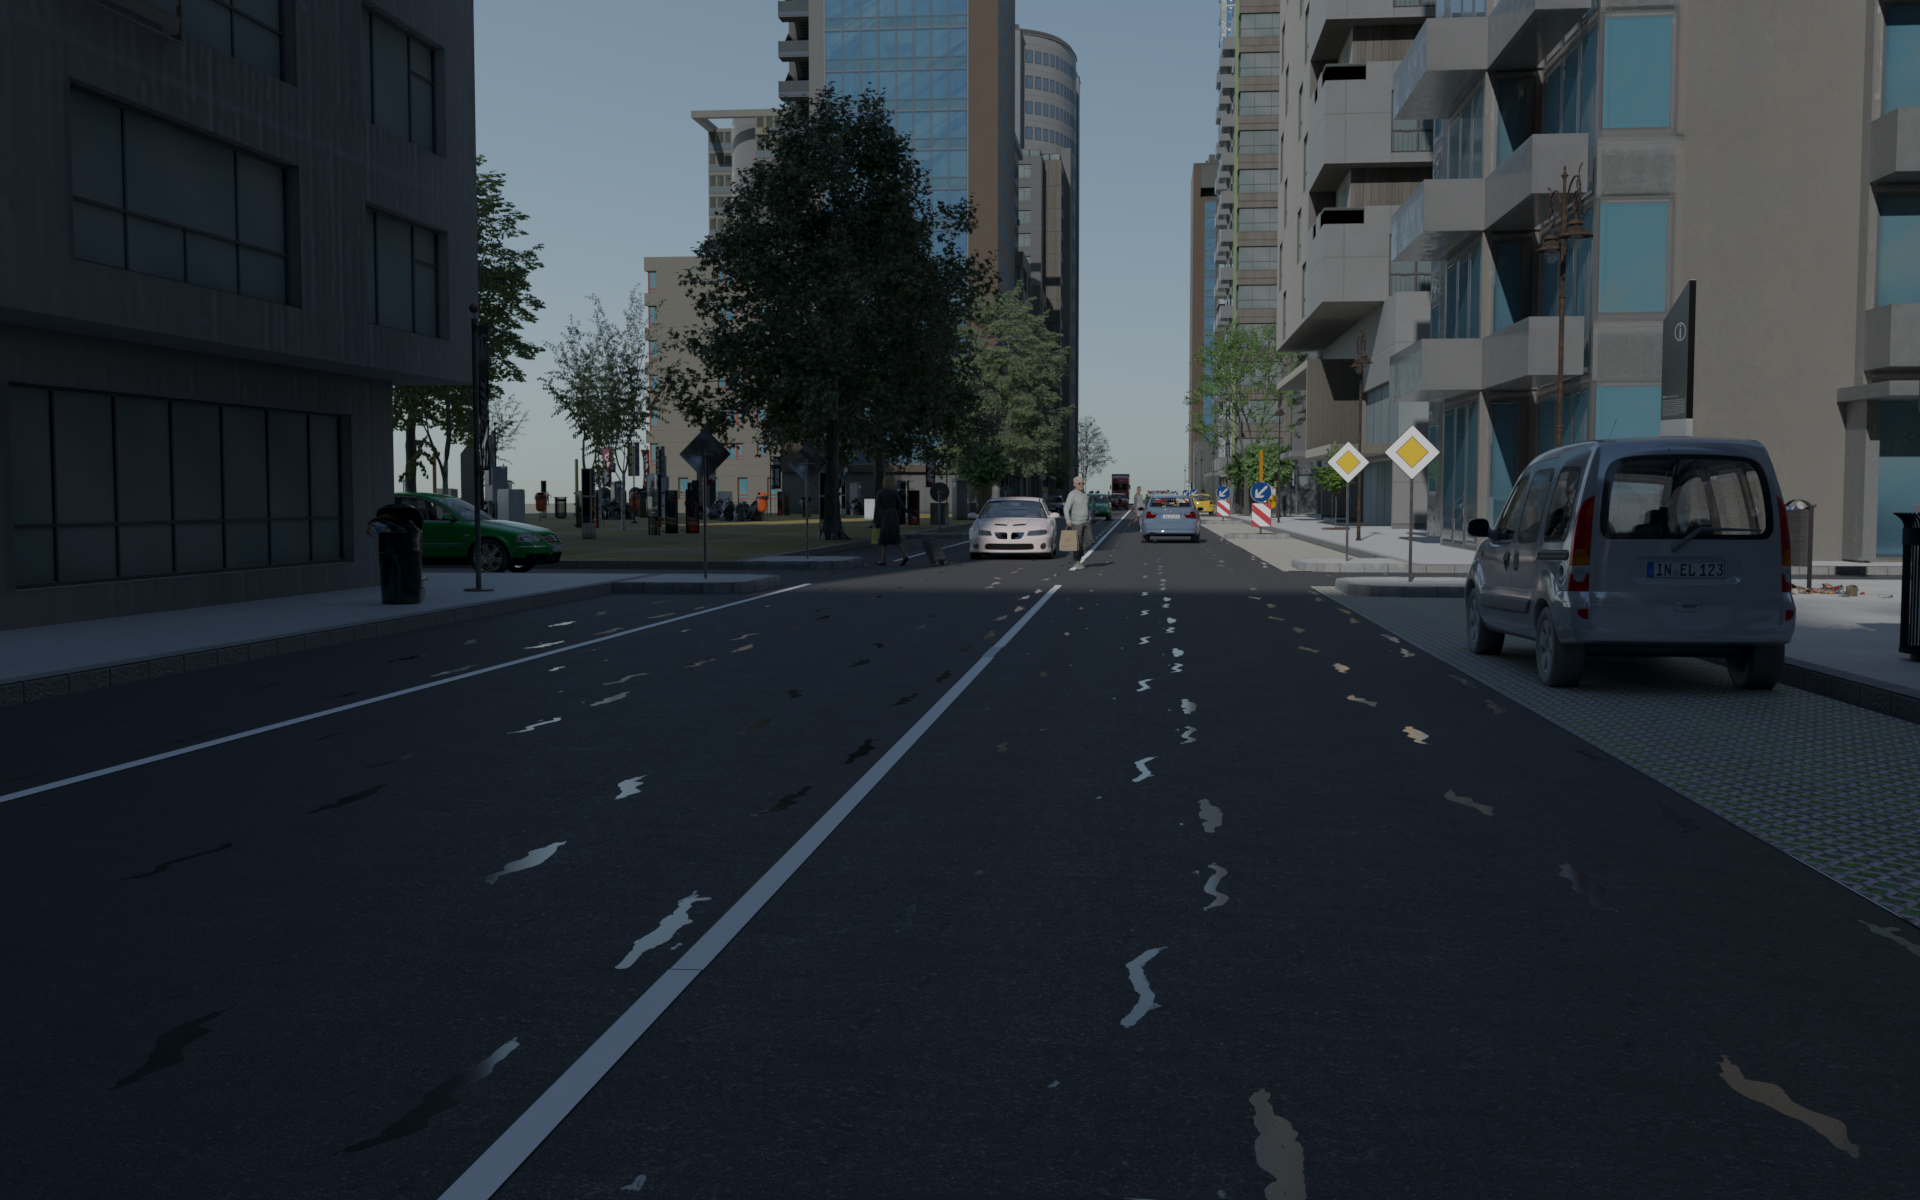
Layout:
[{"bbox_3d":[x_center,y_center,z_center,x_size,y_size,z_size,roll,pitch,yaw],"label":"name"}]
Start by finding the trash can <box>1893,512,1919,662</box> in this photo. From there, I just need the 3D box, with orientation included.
[{"bbox_3d":[7.550,-0.098,13.261,0.748,1.137,0.748,0,3,0],"label":"trash can"}]

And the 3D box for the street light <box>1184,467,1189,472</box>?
[{"bbox_3d":[34.531,-17.922,265.813,0.468,5.910,1.993,0,4,6],"label":"street light"}]

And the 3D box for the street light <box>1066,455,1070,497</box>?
[{"bbox_3d":[12.015,-13.496,193.441,0.468,5.910,1.993,0,4,6],"label":"street light"}]

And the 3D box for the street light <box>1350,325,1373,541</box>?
[{"bbox_3d":[10.976,-4.571,47.521,0.468,5.910,1.993,0,4,6],"label":"street light"}]

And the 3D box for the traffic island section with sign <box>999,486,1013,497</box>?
[{"bbox_3d":[2.275,-4.604,83.902,1.989,1.847,2.006,0,4,6],"label":"traffic island section with sign"}]

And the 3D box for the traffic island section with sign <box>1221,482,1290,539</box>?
[{"bbox_3d":[9.527,-2.880,55.717,1.989,1.847,2.006,0,4,6],"label":"traffic island section with sign"}]

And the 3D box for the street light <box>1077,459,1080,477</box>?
[{"bbox_3d":[15.262,-15.301,222.964,0.468,5.910,1.993,0,4,6],"label":"street light"}]

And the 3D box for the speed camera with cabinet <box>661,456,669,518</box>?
[{"bbox_3d":[-15.302,-5.835,89.742,0.660,3.252,2.038,0,4,1],"label":"speed camera with cabinet"}]

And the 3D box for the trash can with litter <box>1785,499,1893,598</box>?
[{"bbox_3d":[10.967,-0.689,22.318,1.678,1.210,2.233,-1,4,-14],"label":"trash can with litter"}]

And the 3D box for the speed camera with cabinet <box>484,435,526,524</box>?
[{"bbox_3d":[-15.053,-3.848,57.256,0.660,3.252,2.038,-3,4,-38],"label":"speed camera with cabinet"}]

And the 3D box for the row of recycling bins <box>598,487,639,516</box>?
[{"bbox_3d":[-19.091,-5.658,99.623,3.534,1.692,1.069,-1,4,-22],"label":"row of recycling bins"}]

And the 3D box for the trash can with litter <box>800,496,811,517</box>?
[{"bbox_3d":[-8.550,-5.172,95.956,0.624,1.170,1.055,0,4,-1],"label":"trash can with litter"}]

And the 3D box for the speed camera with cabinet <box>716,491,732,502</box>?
[{"bbox_3d":[-14.167,-6.483,100.336,2.038,3.252,0.660,-3,5,-44],"label":"speed camera with cabinet"}]

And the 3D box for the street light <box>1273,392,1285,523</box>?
[{"bbox_3d":[14.270,-6.398,77.401,0.468,5.910,1.993,0,4,6],"label":"street light"}]

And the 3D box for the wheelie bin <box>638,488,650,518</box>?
[{"bbox_3d":[-17.042,-5.250,93.742,0.980,1.594,0.693,-1,4,-20],"label":"wheelie bin"}]

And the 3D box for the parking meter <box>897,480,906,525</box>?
[{"bbox_3d":[-2.462,-4.112,72.941,0.255,1.863,0.399,-2,4,-28],"label":"parking meter"}]

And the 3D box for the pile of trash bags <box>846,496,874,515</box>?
[{"bbox_3d":[-5.567,-5.904,106.282,3.447,1.369,1.912,-2,4,-29],"label":"pile of trash bags"}]

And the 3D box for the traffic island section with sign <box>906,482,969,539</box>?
[{"bbox_3d":[-0.652,-2.933,56.586,1.989,1.847,2.006,0,4,6],"label":"traffic island section with sign"}]

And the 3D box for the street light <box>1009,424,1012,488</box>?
[{"bbox_3d":[3.211,-8.445,110.859,0.468,5.910,1.993,0,4,6],"label":"street light"}]

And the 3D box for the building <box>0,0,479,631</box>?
[{"bbox_3d":[-14.332,-20.635,20.970,14.086,41.232,14.154,0,4,6],"label":"building"}]

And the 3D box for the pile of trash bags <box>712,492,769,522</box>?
[{"bbox_3d":[-9.912,-4.378,81.333,1.912,1.369,3.447,-2,4,-34],"label":"pile of trash bags"}]

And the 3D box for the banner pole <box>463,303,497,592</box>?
[{"bbox_3d":[-6.259,-1.995,22.634,0.401,3.779,0.863,-2,4,-31],"label":"banner pole"}]

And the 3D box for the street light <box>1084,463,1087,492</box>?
[{"bbox_3d":[18.314,-17.108,252.508,0.468,5.910,1.993,0,4,6],"label":"street light"}]

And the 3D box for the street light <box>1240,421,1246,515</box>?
[{"bbox_3d":[17.381,-8.205,106.938,0.468,5.910,1.993,0,4,6],"label":"street light"}]

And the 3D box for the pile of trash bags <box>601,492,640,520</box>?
[{"bbox_3d":[-17.210,-4.741,87.263,1.912,1.369,3.447,1,4,23],"label":"pile of trash bags"}]

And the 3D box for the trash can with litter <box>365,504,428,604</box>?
[{"bbox_3d":[-6.630,-0.555,20.456,0.624,1.170,1.055,-1,4,-12],"label":"trash can with litter"}]

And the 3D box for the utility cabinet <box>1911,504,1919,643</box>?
[{"bbox_3d":[8.760,-0.227,14.872,1.020,1.237,0.306,0,4,2],"label":"utility cabinet"}]

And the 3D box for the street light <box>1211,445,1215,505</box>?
[{"bbox_3d":[22.459,-11.061,153.638,0.468,5.910,1.993,0,4,6],"label":"street light"}]

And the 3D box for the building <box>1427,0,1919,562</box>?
[{"bbox_3d":[25.850,-25.722,40.163,30.456,49.044,23.786,0,4,6],"label":"building"}]

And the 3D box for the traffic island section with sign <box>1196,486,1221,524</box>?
[{"bbox_3d":[12.408,-4.523,82.572,1.989,1.847,2.006,0,4,6],"label":"traffic island section with sign"}]

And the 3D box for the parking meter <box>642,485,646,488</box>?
[{"bbox_3d":[-20.252,-6.469,111.471,0.255,1.863,0.399,1,4,9],"label":"parking meter"}]

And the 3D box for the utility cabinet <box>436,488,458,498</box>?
[{"bbox_3d":[-19.758,-3.555,66.802,0.318,1.500,1.173,-3,5,-44],"label":"utility cabinet"}]

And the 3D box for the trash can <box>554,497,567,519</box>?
[{"bbox_3d":[-20.904,-4.833,90.672,0.748,1.137,0.748,0,3,0],"label":"trash can"}]

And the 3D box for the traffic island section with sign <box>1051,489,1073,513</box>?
[{"bbox_3d":[7.594,-7.636,133.470,1.989,1.847,2.006,0,4,6],"label":"traffic island section with sign"}]

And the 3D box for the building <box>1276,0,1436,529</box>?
[{"bbox_3d":[28.347,-29.679,74.484,28.713,52.752,27.495,0,4,6],"label":"building"}]

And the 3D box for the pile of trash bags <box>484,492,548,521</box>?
[{"bbox_3d":[-21.478,-4.468,82.811,3.447,1.369,1.912,-1,4,-23],"label":"pile of trash bags"}]

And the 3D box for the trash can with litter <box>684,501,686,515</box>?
[{"bbox_3d":[-16.454,-5.822,106.573,1.055,1.170,0.624,2,4,29],"label":"trash can with litter"}]

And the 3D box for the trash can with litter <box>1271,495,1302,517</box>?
[{"bbox_3d":[18.581,-5.362,98.734,1.678,1.210,2.233,0,4,7],"label":"trash can with litter"}]

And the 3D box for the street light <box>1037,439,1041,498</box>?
[{"bbox_3d":[6.387,-10.254,140.442,0.468,5.910,1.993,0,4,6],"label":"street light"}]

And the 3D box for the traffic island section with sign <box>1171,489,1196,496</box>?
[{"bbox_3d":[20.679,-9.229,159.521,1.989,1.847,2.006,0,4,6],"label":"traffic island section with sign"}]

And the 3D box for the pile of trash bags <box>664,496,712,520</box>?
[{"bbox_3d":[-13.358,-4.757,87.524,3.447,1.369,1.912,1,4,15],"label":"pile of trash bags"}]

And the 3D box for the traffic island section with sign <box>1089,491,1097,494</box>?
[{"bbox_3d":[19.321,-14.316,242.694,1.989,1.847,2.006,0,4,6],"label":"traffic island section with sign"}]

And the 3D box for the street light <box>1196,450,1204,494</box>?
[{"bbox_3d":[25.548,-12.876,183.317,0.468,5.910,1.993,0,4,6],"label":"street light"}]

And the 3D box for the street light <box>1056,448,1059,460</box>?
[{"bbox_3d":[9.543,-12.078,170.264,0.468,5.910,1.993,0,4,6],"label":"street light"}]

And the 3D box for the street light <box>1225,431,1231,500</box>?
[{"bbox_3d":[19.165,-9.256,124.120,0.468,5.910,1.993,0,4,6],"label":"street light"}]

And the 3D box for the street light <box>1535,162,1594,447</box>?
[{"bbox_3d":[8.521,-3.167,24.572,0.468,5.910,1.993,0,4,6],"label":"street light"}]
